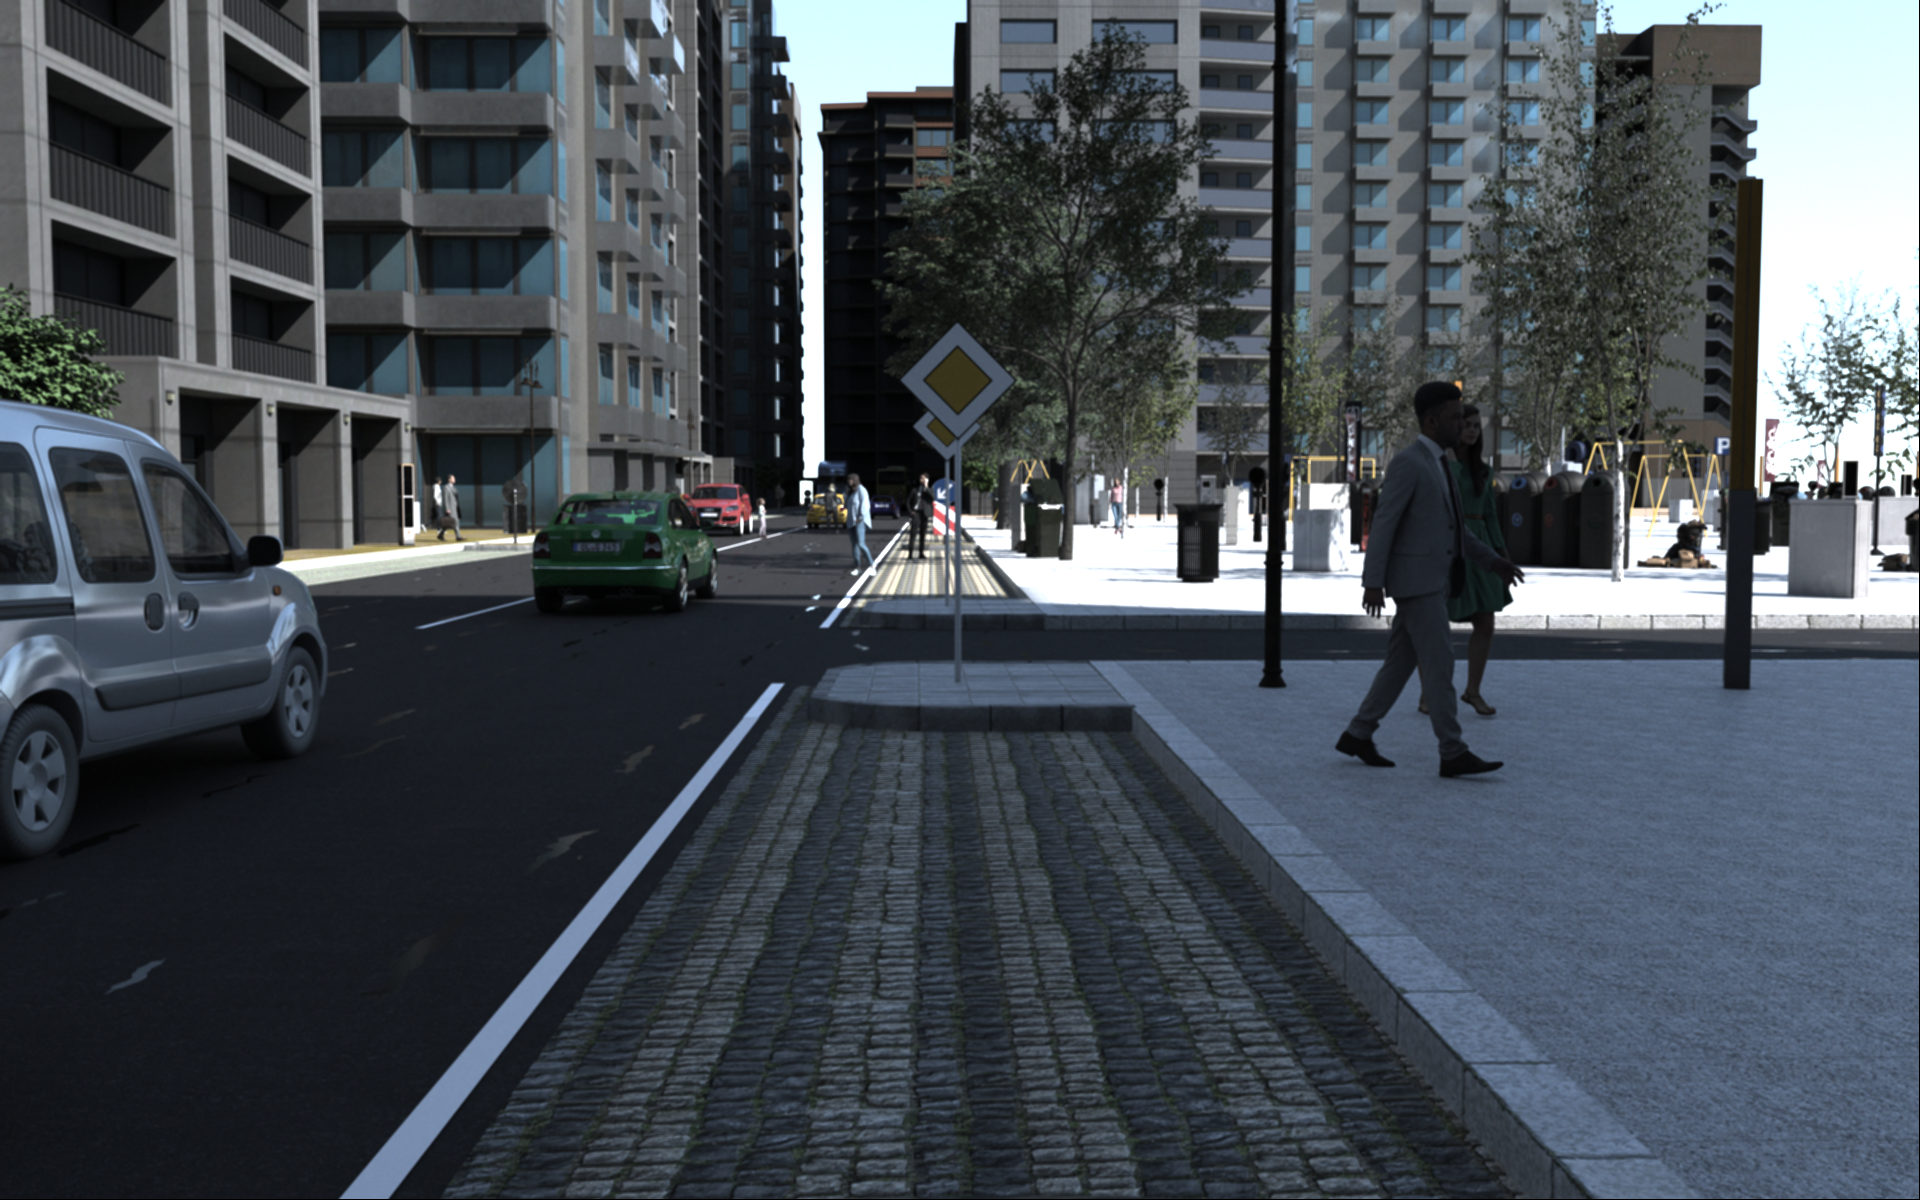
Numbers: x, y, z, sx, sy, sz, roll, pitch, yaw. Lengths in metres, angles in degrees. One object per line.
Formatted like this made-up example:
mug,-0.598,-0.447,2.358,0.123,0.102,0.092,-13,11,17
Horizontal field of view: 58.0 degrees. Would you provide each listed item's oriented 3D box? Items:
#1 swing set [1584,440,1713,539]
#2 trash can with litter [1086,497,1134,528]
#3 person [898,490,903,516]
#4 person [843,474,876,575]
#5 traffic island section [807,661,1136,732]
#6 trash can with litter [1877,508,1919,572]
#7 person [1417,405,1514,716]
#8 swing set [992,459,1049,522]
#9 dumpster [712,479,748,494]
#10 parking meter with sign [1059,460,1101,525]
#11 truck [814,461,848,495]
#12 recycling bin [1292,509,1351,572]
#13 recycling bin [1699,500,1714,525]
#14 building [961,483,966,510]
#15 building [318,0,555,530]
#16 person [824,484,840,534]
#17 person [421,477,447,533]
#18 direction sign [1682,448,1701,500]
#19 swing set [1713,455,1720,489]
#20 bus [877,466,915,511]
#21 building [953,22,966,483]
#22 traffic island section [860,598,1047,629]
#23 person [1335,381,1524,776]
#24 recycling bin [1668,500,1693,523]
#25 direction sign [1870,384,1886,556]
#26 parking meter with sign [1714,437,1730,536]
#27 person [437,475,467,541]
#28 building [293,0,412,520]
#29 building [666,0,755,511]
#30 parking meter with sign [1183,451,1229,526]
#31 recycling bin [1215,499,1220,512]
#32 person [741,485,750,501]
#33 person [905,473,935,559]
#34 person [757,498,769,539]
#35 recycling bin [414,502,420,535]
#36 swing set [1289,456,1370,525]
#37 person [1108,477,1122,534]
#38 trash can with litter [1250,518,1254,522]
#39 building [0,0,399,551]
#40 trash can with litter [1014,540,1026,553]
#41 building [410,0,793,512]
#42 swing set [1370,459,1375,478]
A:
swing set,20.109,-3.311,51.756,2.862,2.851,3.119,-2,4,-33
trash can with litter,5.674,-3.315,65.255,2.233,1.210,1.678,-1,4,-19
person,-3.901,-6.331,112.924,0.530,1.710,0.541,1,4,11
person,-1.777,-1.340,30.668,0.793,1.790,0.793,1,4,21
traffic island section,0.028,0.640,11.814,2.009,0.180,2.903,0,4,-1
trash can with litter,15.670,-1.050,28.560,0.624,1.170,1.055,-2,4,-27
person,2.884,-0.228,10.018,0.600,1.795,0.529,-2,4,-27
swing set,3.187,-4.927,78.174,2.862,2.851,3.119,-1,4,-13
dumpster,-12.447,-5.414,93.475,1.985,2.255,1.502,0,4,-1
parking meter with sign,4.998,-4.622,71.832,1.738,3.016,0.543,-2,4,-26
truck,-10.527,-9.576,146.334,2.967,4.110,18.799,0,4,-3
recycling bin,6.006,-0.992,28.778,0.722,1.027,0.722,3,5,40
recycling bin,31.399,-3.662,72.430,0.722,1.027,0.722,3,5,41
building,10.051,-43.154,143.826,20.563,71.187,20.611,0,4,-1
building,-23.930,-27.726,72.930,23.786,49.044,30.456,0,4,-1
person,-4.618,-3.271,62.171,0.537,1.800,0.526,1,4,23
person,-17.287,-3.119,56.892,0.795,1.843,0.661,-2,4,-24
direction sign,34.223,-5.448,81.066,0.379,3.537,0.876,-3,4,-39
swing set,28.794,-4.413,69.769,3.119,2.851,2.862,3,5,44
bus,-5.628,-9.781,151.466,2.896,3.916,12.252,0,4,1
building,6.344,-31.365,162.924,14.600,45.320,14.200,0,4,-1
traffic island section,-0.104,0.152,19.798,2.009,0.180,2.903,0,4,-1
person,2.126,-0.101,7.970,0.850,1.792,0.678,2,4,35
recycling bin,31.918,-3.924,76.716,0.722,1.027,0.722,-1,4,-19
direction sign,19.182,-2.703,36.188,0.379,3.537,0.876,3,4,38
parking meter with sign,23.168,-3.422,52.204,0.543,3.016,1.738,1,4,13
person,-13.813,-2.503,47.065,0.767,1.812,0.694,0,4,4
building,-25.913,-40.709,103.841,20.563,71.187,20.611,0,4,-1
building,-25.681,-41.980,124.625,20.563,71.187,20.611,0,4,-1
parking meter with sign,9.912,-4.501,69.852,1.738,3.016,0.543,-1,4,-11
recycling bin,12.898,-4.411,84.674,0.722,1.027,0.722,-1,4,-18
person,-8.389,-3.577,67.323,0.444,1.785,0.601,-2,4,-32
person,-0.857,-1.845,38.034,0.648,1.900,0.474,-1,4,-15
person,-6.298,-2.601,55.309,0.394,1.301,0.425,-1,4,-11
recycling bin,-17.621,-2.588,54.867,0.722,1.027,0.722,2,4,30
swing set,15.455,-4.585,72.578,3.119,2.851,2.862,1,4,14
person,4.979,-2.999,55.079,0.555,1.821,0.388,0,4,-5
trash can with litter,13.003,-4.265,80.789,2.233,1.210,1.678,1,4,9
building,-24.533,-36.729,38.770,20.563,71.187,20.611,0,4,-1
trash can with litter,1.549,-1.596,37.486,0.624,1.170,1.055,-2,4,-34
building,-31.075,-32.992,159.019,30.456,49.044,23.786,0,4,-1
swing set,17.106,-4.869,77.234,3.119,2.851,2.862,1,4,10
